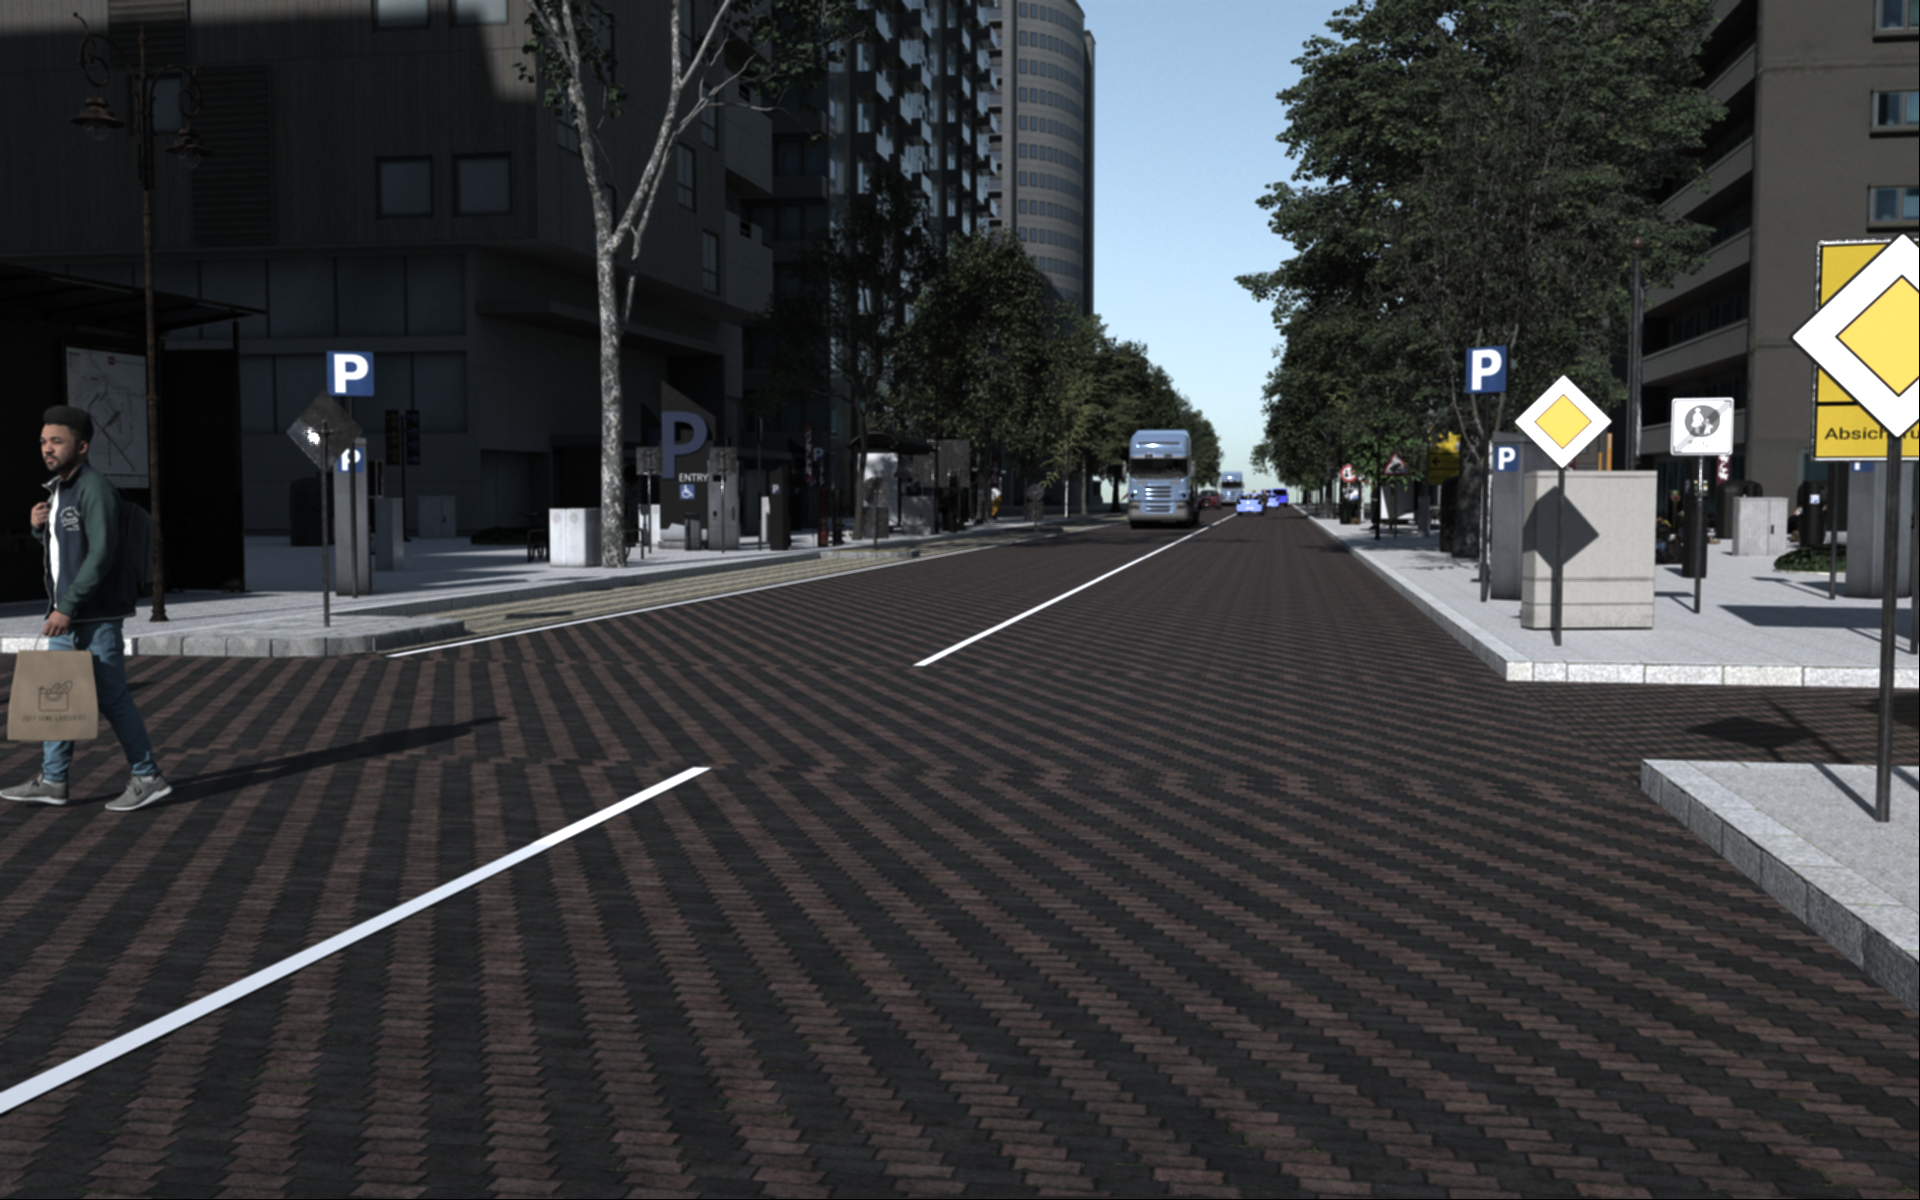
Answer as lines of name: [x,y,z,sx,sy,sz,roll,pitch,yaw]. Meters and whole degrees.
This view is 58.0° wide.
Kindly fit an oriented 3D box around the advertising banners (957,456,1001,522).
advertising banners: [0.900,-5.085,79.323,2.074,3.025,0.090,0,4,-5]

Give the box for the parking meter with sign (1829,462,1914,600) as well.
parking meter with sign: [11.363,-1.532,21.317,1.738,3.016,0.543,-2,4,-24]

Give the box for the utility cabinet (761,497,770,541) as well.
utility cabinet: [-5.238,-2.217,47.406,0.306,1.237,1.020,0,4,2]

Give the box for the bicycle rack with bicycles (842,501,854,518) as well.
bicycle rack with bicycles: [-5.168,-4.752,91.070,2.925,0.926,2.852,-3,5,-42]

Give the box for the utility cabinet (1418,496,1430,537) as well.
utility cabinet: [14.050,-2.526,52.462,0.306,1.237,1.020,1,4,19]

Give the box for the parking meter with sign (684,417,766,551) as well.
parking meter with sign: [-5.376,-2.634,39.319,1.738,3.016,0.543,0,4,-2]

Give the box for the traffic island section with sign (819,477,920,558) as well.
traffic island section with sign: [-1.980,-1.872,39.235,1.989,1.847,2.006,1,4,10]

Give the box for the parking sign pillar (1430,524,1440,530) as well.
parking sign pillar: [17.693,-4.531,62.552,1.447,3.967,1.447,1,4,10]

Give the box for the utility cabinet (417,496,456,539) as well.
utility cabinet: [-15.014,-2.358,49.714,1.020,1.237,0.306,-2,4,-24]

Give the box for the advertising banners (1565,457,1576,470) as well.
advertising banners: [18.759,-3.599,55.027,0.090,3.025,2.074,-2,4,-30]

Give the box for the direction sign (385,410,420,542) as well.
direction sign: [-15.015,-3.347,46.717,0.876,3.537,0.379,-1,4,-10]

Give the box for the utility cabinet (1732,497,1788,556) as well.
utility cabinet: [16.559,-1.509,35.842,1.020,1.237,0.306,0,4,-1]

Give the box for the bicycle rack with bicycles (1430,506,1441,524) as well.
bicycle rack with bicycles: [21.393,-3.740,74.530,2.925,0.926,2.852,1,4,23]

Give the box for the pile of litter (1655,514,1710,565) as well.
pile of litter: [12.581,-1.091,31.797,1.719,0.858,1.176,-1,4,-16]

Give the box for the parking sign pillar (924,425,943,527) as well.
parking sign pillar: [-1.032,-4.809,67.100,1.447,3.967,1.447,1,4,16]

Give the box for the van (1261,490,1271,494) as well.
van: [42.025,-14.182,236.267,2.240,2.365,5.245,1,4,12]

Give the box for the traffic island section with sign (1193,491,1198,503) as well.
traffic island section with sign: [26.592,-11.404,195.082,1.989,1.847,2.006,1,4,10]

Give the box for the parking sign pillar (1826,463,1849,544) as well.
parking sign pillar: [19.823,-3.032,38.041,1.447,3.967,1.447,-3,5,-43]

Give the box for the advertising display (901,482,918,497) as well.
advertising display: [-2.700,-5.298,91.829,0.974,1.923,0.123,-1,4,-18]

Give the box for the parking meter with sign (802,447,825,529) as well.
parking meter with sign: [-5.605,-4.199,64.917,0.543,3.016,1.738,-2,4,-24]

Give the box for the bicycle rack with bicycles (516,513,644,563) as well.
bicycle rack with bicycles: [-7.277,-1.200,32.999,2.852,0.926,2.925,0,4,2]

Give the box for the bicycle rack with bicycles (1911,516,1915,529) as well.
bicycle rack with bicycles: [29.040,-2.379,52.271,2.852,0.926,2.925,-2,4,-24]

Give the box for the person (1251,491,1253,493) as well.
person: [31.704,-10.900,187.451,1.217,1.736,0.721,-1,4,-21]

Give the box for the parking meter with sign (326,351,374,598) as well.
parking meter with sign: [-7.720,-1.576,22.030,0.543,3.016,1.738,-1,4,-19]

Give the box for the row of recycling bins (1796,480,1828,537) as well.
row of recycling bins: [26.347,-2.825,53.302,1.069,1.692,3.534,1,4,20]

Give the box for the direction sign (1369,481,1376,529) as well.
direction sign: [15.324,-4.401,63.949,0.379,3.537,0.876,0,4,7]

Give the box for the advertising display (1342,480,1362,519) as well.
advertising display: [17.508,-4.419,77.466,0.123,1.923,0.974,-3,5,-42]

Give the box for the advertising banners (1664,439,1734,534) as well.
advertising banners: [23.543,-3.607,55.161,2.074,3.025,0.090,0,4,5]

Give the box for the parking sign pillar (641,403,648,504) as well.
parking sign pillar: [-8.989,-3.877,51.866,1.447,3.967,1.447,2,4,26]

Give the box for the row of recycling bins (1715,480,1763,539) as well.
row of recycling bins: [22.752,-2.662,50.643,1.069,1.692,3.534,2,4,32]

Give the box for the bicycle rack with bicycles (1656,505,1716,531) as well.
bicycle rack with bicycles: [24.410,-2.788,58.959,2.852,0.926,2.925,-2,4,-28]

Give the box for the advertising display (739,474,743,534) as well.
advertising display: [-6.761,-3.064,55.306,0.123,1.923,0.974,-2,4,-34]

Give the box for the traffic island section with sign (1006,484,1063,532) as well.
traffic island section with sign: [2.872,-3.494,65.751,1.989,1.847,2.006,1,4,10]

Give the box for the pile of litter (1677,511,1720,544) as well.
pile of litter: [19.136,-1.914,45.266,1.176,0.858,1.719,0,4,1]

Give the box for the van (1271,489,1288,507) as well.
van: [36.183,-11.754,196.555,2.240,2.365,5.245,1,4,8]

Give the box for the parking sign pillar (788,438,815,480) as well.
parking sign pillar: [-7.513,-5.730,82.159,1.447,3.967,1.447,0,4,-5]

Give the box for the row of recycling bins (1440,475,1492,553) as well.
row of recycling bins: [11.961,-1.962,39.196,3.534,1.692,1.069,-3,5,-44]

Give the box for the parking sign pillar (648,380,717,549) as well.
parking sign pillar: [-6.415,-3.206,40.897,1.447,3.967,1.447,0,4,3]

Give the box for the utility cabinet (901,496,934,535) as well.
utility cabinet: [-1.334,-2.652,54.518,1.020,1.237,0.306,1,4,22]

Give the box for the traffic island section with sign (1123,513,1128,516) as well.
traffic island section with sign: [11.851,-6.485,114.652,1.989,1.847,2.006,1,4,10]

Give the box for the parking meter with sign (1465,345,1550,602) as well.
parking meter with sign: [6.860,-1.518,21.084,1.738,3.016,0.543,-3,5,-41]

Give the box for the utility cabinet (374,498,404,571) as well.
utility cabinet: [-9.643,-1.106,29.247,0.306,1.237,1.020,0,4,-8]

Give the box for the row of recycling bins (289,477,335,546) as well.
row of recycling bins: [-16.423,-2.260,44.062,1.069,1.692,3.534,-1,4,-16]

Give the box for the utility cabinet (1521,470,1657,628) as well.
utility cabinet: [5.959,-0.474,16.432,1.173,1.500,0.318,0,4,-5]

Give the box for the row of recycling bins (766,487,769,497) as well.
row of recycling bins: [-11.164,-5.221,92.483,1.069,1.692,3.534,1,4,20]

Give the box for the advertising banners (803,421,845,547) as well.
advertising banners: [-3.339,-2.822,42.321,0.090,3.025,2.074,2,4,24]
